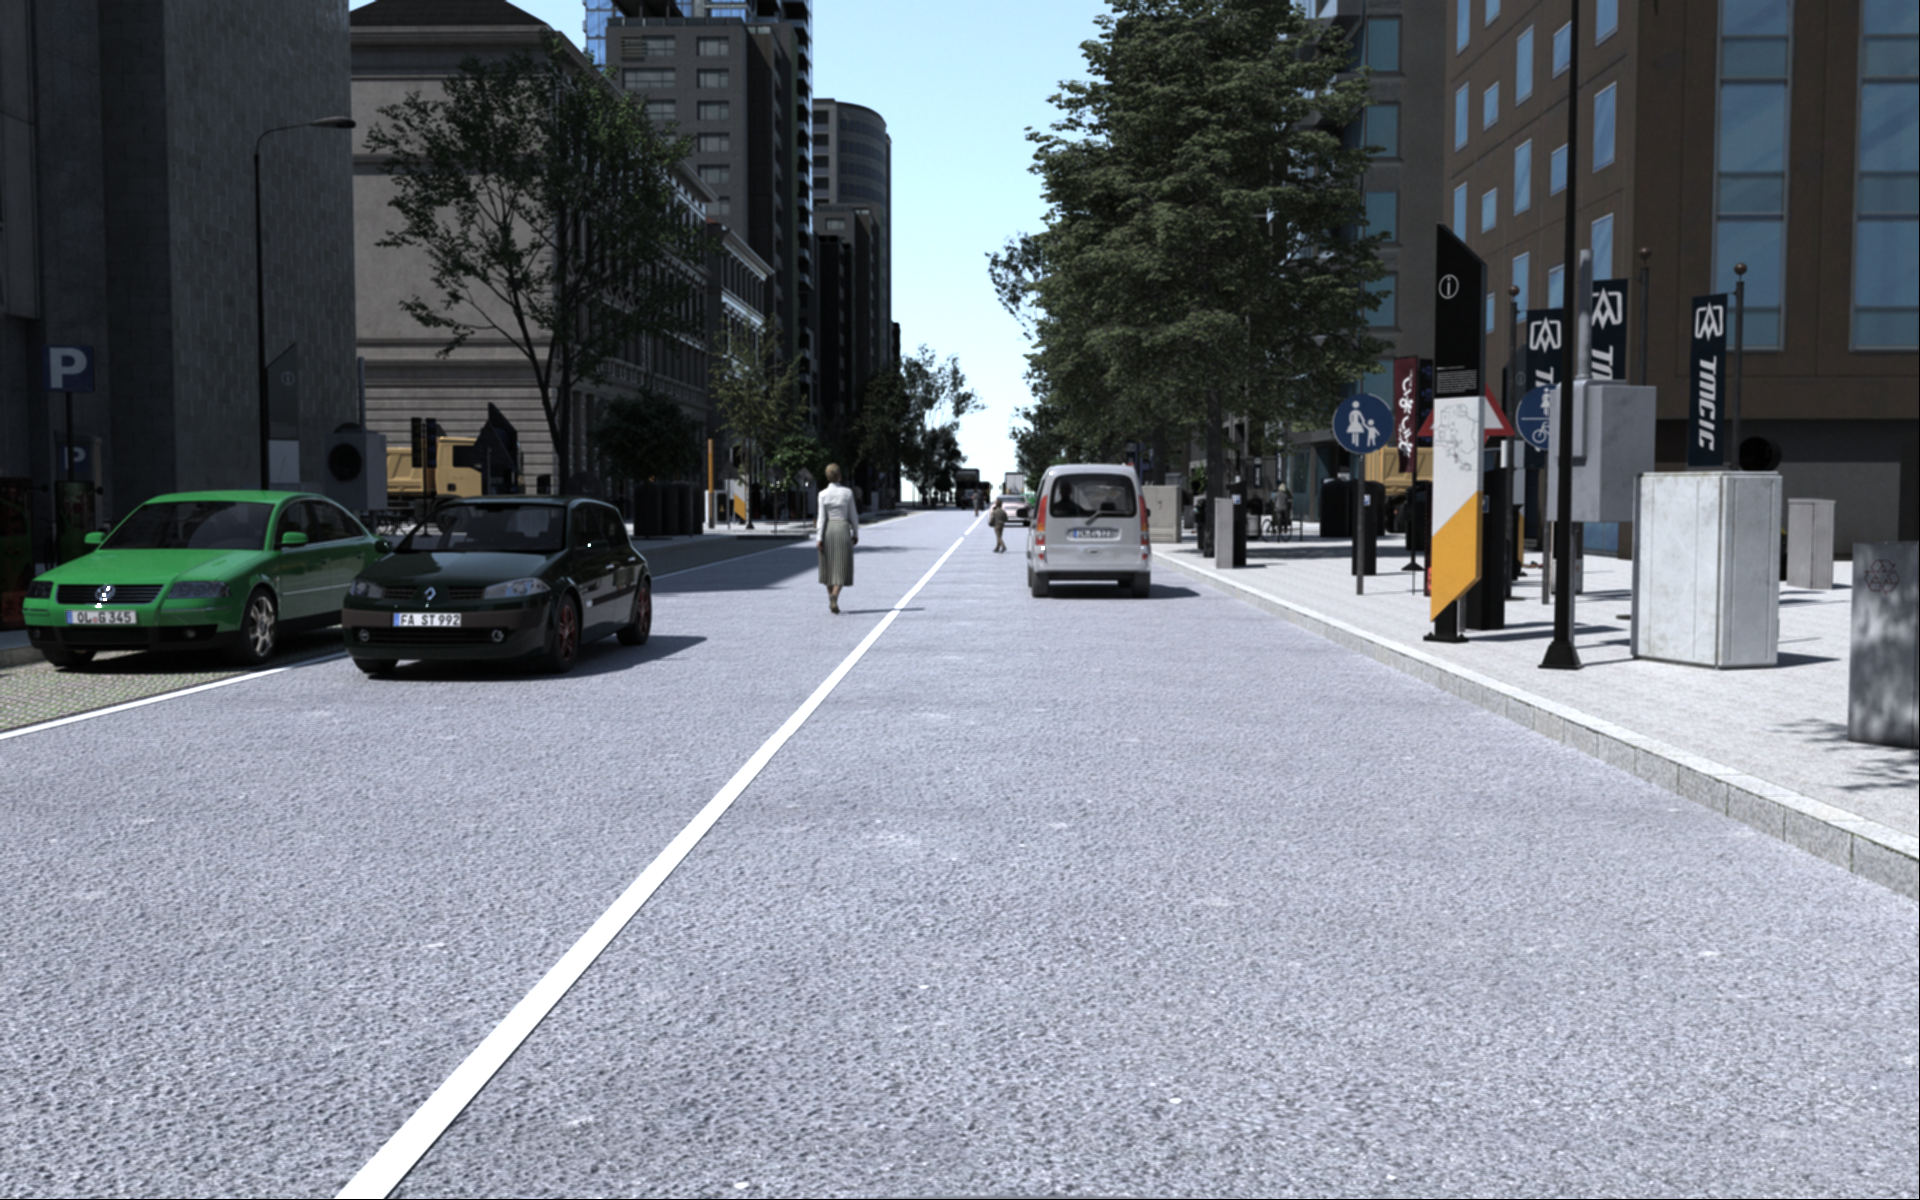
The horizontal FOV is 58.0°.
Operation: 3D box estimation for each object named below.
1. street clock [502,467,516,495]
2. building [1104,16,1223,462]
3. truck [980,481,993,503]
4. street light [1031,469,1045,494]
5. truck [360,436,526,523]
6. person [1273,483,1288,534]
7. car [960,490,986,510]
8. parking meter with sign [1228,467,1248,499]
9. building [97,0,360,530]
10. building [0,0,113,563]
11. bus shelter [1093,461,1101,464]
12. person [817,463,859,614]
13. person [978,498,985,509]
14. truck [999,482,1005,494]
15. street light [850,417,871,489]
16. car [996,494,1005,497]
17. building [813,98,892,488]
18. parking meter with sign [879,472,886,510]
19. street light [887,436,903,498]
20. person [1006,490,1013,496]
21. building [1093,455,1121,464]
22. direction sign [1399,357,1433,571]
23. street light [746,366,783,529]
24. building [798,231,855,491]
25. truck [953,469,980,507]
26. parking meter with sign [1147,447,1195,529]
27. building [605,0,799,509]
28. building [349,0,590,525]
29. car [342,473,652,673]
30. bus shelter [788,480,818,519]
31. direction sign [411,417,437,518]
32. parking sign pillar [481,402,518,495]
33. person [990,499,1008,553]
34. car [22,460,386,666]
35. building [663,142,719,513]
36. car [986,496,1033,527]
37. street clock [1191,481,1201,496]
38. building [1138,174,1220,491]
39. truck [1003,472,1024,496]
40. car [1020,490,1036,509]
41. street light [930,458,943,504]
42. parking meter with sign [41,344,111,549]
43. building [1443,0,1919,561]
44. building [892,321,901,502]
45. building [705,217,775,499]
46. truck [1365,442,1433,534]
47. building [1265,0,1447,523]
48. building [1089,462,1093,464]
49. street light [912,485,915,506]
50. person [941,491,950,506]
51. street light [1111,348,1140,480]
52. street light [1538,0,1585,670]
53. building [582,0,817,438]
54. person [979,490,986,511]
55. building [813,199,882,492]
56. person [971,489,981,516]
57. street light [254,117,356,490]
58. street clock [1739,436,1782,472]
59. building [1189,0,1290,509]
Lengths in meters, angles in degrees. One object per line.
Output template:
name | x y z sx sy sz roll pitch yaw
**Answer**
street clock | -12.138 -2.574 46.650 0.358 2.002 0.471 0 4 -5
building | 30.902 -36.777 190.535 28.713 52.752 27.495 0 4 1
truck | 3.353 -16.607 267.449 3.469 3.379 9.791 0 4 2
street light | 7.885 -12.254 172.891 1.470 5.913 1.316 0 4 1
truck | -19.003 -3.857 58.979 9.791 3.379 3.469 0 4 2
person | 10.926 -3.085 59.115 0.537 1.800 0.526 0 4 -3
car | 1.184 -9.158 158.401 2.281 1.827 5.304 0 3 0
parking meter with sign | 17.435 -6.983 110.425 1.738 3.016 0.543 1 4 10
building | -24.830 -11.421 41.487 16.860 20.320 10.420 0 4 1
building | -22.959 -12.579 23.694 12.078 24.808 19.932 0 4 1
bus shelter | 7.382 -6.521 100.546 2.014 3.302 5.546 0 4 2
person | -1.486 -0.733 20.705 0.478 1.798 0.641 1 4 11
person | 2.003 -9.553 165.635 0.756 1.711 0.436 1 4 20
truck | 8.227 -17.498 282.014 3.469 3.379 9.791 0 3 0
street light | -6.022 -8.045 104.081 1.470 5.913 1.316 0 4 1
car | 6.637 -15.626 267.288 2.131 1.459 4.920 0 4 3
building | -21.567 -43.817 258.413 21.231 58.520 28.212 0 4 1
parking meter with sign | -6.276 -8.657 137.807 0.543 3.016 1.738 0 4 3
street light | -5.262 -10.210 139.469 1.470 5.913 1.316 0 4 1
person | 4.492 -9.003 155.704 1.348 1.823 0.705 -2 4 -27
building | 25.741 -34.282 244.104 14.154 41.232 14.086 0 4 1
direction sign | 7.597 -2.259 28.938 0.876 3.537 0.379 -3 4 -38
street light | -7.110 -5.529 62.934 1.470 5.913 1.316 0 4 1
building | -19.196 -25.691 191.751 14.160 30.474 14.107 0 4 1
truck | 0.836 -12.467 192.753 2.839 4.237 11.283 0 4 2
parking meter with sign | 7.744 -4.105 63.383 1.738 3.016 0.543 1 4 22
building | -21.339 -28.284 146.043 14.154 41.232 14.086 0 4 1
building | -21.491 -15.420 81.002 11.050 23.489 19.941 0 4 1
car | -3.919 -0.328 15.148 2.009 1.686 4.222 0 4 3
bus shelter | -8.058 -5.995 91.934 2.014 3.302 5.546 0 4 1
direction sign | -15.923 -3.640 51.515 0.379 3.537 0.876 2 4 34
parking sign pillar | -13.436 -3.795 50.526 1.447 3.967 1.447 3 5 43
person | 0.937 -1.796 42.135 0.475 1.303 0.640 -3 4 -36
car | -6.666 -0.427 15.782 1.959 1.807 4.718 0 4 0
building | -21.115 -16.638 100.903 11.050 23.489 19.941 0 4 1
car | 2.226 -3.973 77.313 2.083 1.381 4.827 0 4 0
street clock | 12.758 -5.449 93.659 0.471 2.002 0.358 -1 4 -12
building | 23.316 -23.529 156.402 14.160 30.474 14.107 0 4 1
truck | 7.132 -14.637 228.226 2.839 4.237 11.283 0 4 1
car | 5.584 -8.201 142.883 1.959 1.807 4.718 0 4 3
street light | -3.174 -15.316 222.949 1.470 5.913 1.316 0 4 1
parking meter with sign | -10.698 -1.519 21.093 0.543 3.016 1.738 -1 4 -19
building | 19.685 -23.746 38.365 14.600 45.320 14.200 0 4 1
building | -16.986 -31.127 280.620 14.160 30.474 14.107 0 4 1
building | -20.126 -17.447 121.420 11.583 22.565 21.152 0 4 1
truck | 18.758 -3.831 58.566 9.791 3.379 3.469 0 4 1
building | 29.671 -28.169 80.170 30.456 49.044 23.786 0 4 1
building | 26.314 -29.806 259.034 14.160 30.474 14.107 0 4 1
street light | -4.298 -12.744 180.901 1.470 5.913 1.316 0 4 1
person | -1.849 -12.448 212.112 1.350 1.814 0.705 2 4 31
street light | 5.033 -4.993 54.177 1.470 5.913 1.316 0 4 1
street light | 3.903 -2.453 12.640 1.470 5.913 1.316 0 4 1
building | -24.771 -52.293 167.659 22.319 86.520 31.000 0 4 1
person | 1.990 -8.582 149.266 0.568 1.767 0.683 1 4 15
building | -18.101 -33.835 236.793 14.154 41.232 14.086 0 4 1
person | 1.042 -6.292 111.738 0.716 1.782 0.532 -3 5 -40
street light | -8.142 -2.995 21.515 1.470 5.913 1.316 0 4 1
street clock | 10.011 -1.051 21.753 0.358 2.002 0.471 -3 5 -40
building | 27.515 -41.700 120.049 20.563 71.187 20.611 0 4 1
